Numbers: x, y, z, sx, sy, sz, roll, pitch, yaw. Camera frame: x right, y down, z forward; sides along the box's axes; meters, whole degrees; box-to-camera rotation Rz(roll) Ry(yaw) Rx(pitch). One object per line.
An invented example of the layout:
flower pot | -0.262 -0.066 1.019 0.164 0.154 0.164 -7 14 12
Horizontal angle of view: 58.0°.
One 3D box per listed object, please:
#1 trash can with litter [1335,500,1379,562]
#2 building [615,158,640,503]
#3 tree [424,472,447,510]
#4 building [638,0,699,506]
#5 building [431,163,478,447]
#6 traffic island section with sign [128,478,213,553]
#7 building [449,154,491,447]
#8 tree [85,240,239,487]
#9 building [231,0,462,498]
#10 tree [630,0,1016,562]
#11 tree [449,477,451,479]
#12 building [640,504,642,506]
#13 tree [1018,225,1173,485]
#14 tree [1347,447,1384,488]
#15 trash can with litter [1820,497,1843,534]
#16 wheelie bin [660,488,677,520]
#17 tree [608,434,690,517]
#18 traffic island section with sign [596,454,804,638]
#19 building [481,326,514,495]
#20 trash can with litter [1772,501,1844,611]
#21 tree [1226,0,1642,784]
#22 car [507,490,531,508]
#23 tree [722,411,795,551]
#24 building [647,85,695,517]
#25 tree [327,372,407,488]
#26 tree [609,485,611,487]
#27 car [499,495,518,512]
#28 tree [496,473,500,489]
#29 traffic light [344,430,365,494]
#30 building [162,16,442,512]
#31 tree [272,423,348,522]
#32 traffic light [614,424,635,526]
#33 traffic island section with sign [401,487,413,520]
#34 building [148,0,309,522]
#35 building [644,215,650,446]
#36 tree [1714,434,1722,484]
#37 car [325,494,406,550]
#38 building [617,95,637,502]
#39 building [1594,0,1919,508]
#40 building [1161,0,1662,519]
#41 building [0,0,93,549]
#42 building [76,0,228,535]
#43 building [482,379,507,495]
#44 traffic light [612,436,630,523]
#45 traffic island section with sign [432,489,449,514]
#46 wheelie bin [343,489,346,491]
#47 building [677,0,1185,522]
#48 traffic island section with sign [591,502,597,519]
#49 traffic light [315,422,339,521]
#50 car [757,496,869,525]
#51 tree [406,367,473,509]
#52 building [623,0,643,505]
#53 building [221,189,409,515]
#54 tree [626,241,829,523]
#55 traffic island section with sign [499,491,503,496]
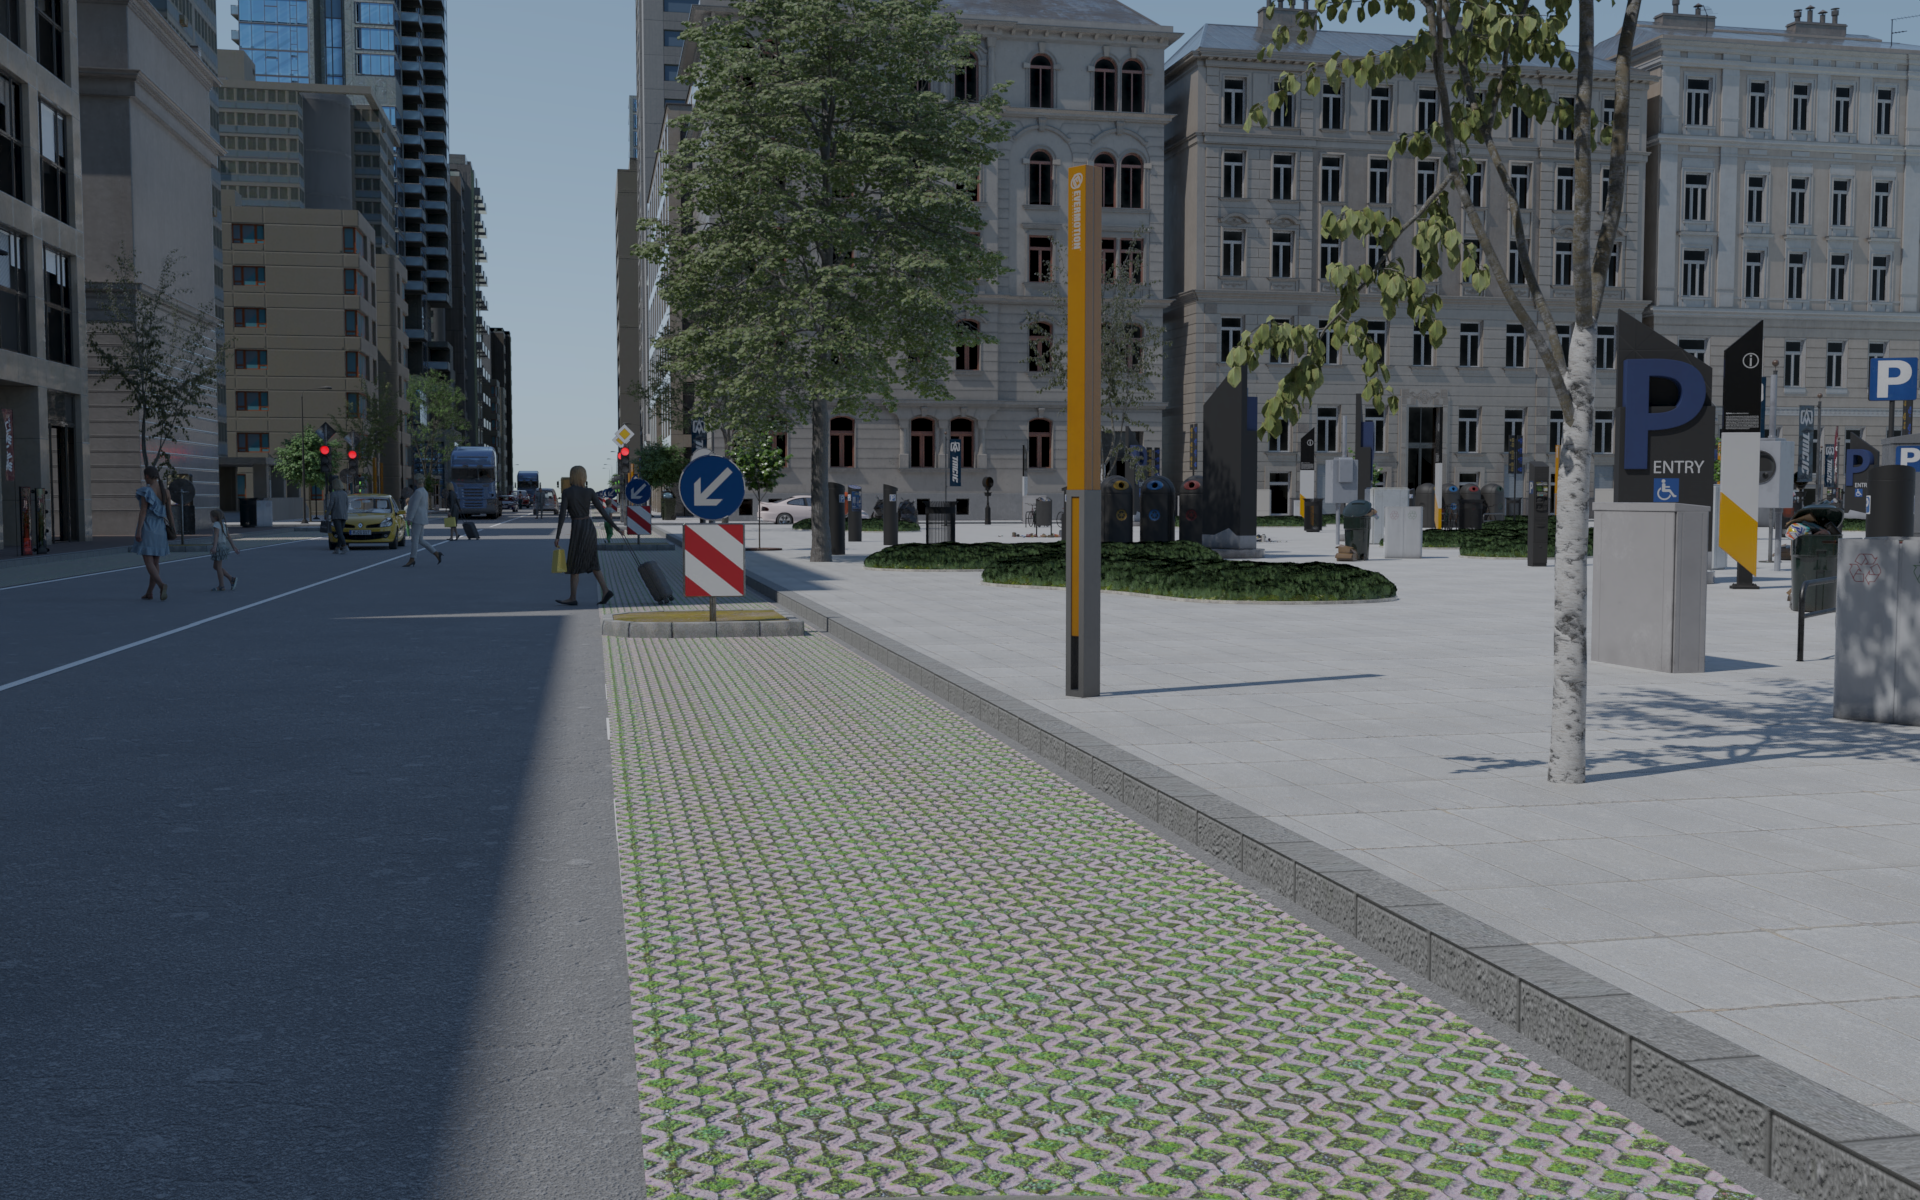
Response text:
trash can with litter | 7.597 -1.336 33.229 0.624 1.170 1.055 2 4 30
building | -37.924 -38.116 246.896 21.300 48.544 21.600 -1 4 -12
tree | -42.389 -8.776 138.088 1.663 3.219 1.824 0 3 0
building | -20.540 -38.358 169.146 21.231 58.520 28.212 -1 4 -12
building | -65.645 -32.046 207.538 14.154 41.232 14.086 -1 4 -12
traffic island section with sign | -19.488 -2.118 43.255 1.989 1.847 2.006 -1 4 -12
building | -77.829 -38.085 242.300 23.786 49.044 30.456 -1 4 -12
tree | -23.823 -6.170 51.238 4.360 8.622 3.978 0 3 0
building | -64.492 -53.226 182.921 22.319 86.520 31.000 -1 4 -12
tree | -2.290 -6.978 32.217 7.486 12.596 7.792 0 3 0
tree | -46.926 -10.190 161.203 1.663 3.219 1.824 0 3 0
building | -20.167 -30.859 196.424 32.217 40.220 23.993 -1 4 -12
tree | 3.659 -5.764 44.602 4.360 8.622 3.978 0 3 0
tree | 13.997 -4.004 60.062 1.663 3.219 1.824 0 3 0
trash can with litter | 20.144 -1.736 39.444 1.678 1.210 2.233 -2 4 -33
wheelie bin | -14.274 -4.700 84.756 0.693 1.594 0.980 -2 4 -30
tree | -16.526 -6.831 95.404 4.285 4.588 4.351 0 3 0
traffic island section with sign | -2.736 -0.577 18.063 1.989 1.847 2.006 -1 4 -12
building | -83.489 -31.939 293.896 14.160 30.474 14.107 -1 4 -12
trash can with litter | 9.347 -0.474 19.130 0.624 1.170 1.055 1 4 14
tree | 2.585 -3.505 7.674 4.737 8.622 4.395 0 3 0
car | -44.397 -10.134 174.370 2.281 1.827 5.304 -1 4 -14
tree | -4.596 -2.748 39.535 1.663 3.219 1.824 0 3 0
building | -10.614 -19.087 116.588 19.350 26.468 34.151 -1 4 -12
tree | -35.282 -9.381 103.749 4.737 8.622 4.395 0 3 0
tree | -58.636 -18.233 292.717 1.663 3.219 1.824 0 3 0
car | -36.381 -7.714 138.703 1.945 1.354 3.894 -1 4 -10
tree | -60.835 -14.647 223.196 4.285 4.588 4.351 0 3 0
traffic light | -26.265 -5.271 75.097 0.839 4.253 0.868 -1 4 -12
building | -64.180 -28.373 155.776 32.217 40.220 23.993 -1 4 -12
tree | -29.761 -5.858 79.484 4.285 4.588 4.351 0 3 0
traffic light | -13.488 -4.939 69.669 0.839 4.253 0.868 -1 4 -12
traffic island section with sign | -31.108 -5.443 97.622 1.989 1.847 2.006 -1 4 -12
building | -49.385 -23.863 82.033 32.217 40.220 23.993 -1 4 -12
building | -18.929 -21.836 142.917 13.634 28.700 20.117 -1 4 -12
tree | 21.772 -3.289 48.382 1.663 3.219 1.824 0 3 0
car | -15.704 -2.183 45.910 2.015 1.641 3.980 -1 4 -13
building | -42.679 -58.664 271.833 22.319 86.520 31.000 -1 4 -12
building | 44.007 -19.041 97.227 20.117 28.700 13.634 -1 4 -12
building | 22.077 -18.009 91.706 25.104 27.353 12.463 -1 4 -12
building | -29.676 -13.680 28.190 19.350 26.468 34.151 -1 4 -12
building | -38.165 -13.162 57.007 24.055 21.916 13.314 -1 4 -12
building | -86.081 -26.094 271.672 27.650 21.520 28.899 -1 4 -12
traffic light | -15.157 -5.416 77.478 0.839 4.253 0.868 -1 4 -12
traffic island section with sign | -36.745 -7.055 123.984 1.989 1.847 2.006 -1 4 -12
wheelie bin | -35.666 -5.611 99.642 0.980 1.594 0.693 1 4 9
building | -2.102 -18.411 88.406 23.554 28.519 14.401 -1 4 -12
traffic island section with sign | -8.371 -2.189 44.425 1.989 1.847 2.006 -1 4 -12
traffic light | -24.596 -4.793 67.288 0.839 4.253 0.868 -1 4 -12
car | -6.331 -3.817 74.765 4.827 1.381 2.083 -1 4 -12
tree | -44.099 -13.304 143.269 9.928 11.665 9.643 0 3 0
building | -31.731 -47.556 215.787 20.563 71.187 20.611 -1 4 -12
building | -53.108 -16.632 116.966 27.650 21.520 28.899 -1 4 -12
tree | -7.884 -7.690 60.137 7.601 10.594 8.767 -2 4 -27
traffic island section with sign | -52.867 -11.671 199.443 1.989 1.847 2.006 -1 4 -12
